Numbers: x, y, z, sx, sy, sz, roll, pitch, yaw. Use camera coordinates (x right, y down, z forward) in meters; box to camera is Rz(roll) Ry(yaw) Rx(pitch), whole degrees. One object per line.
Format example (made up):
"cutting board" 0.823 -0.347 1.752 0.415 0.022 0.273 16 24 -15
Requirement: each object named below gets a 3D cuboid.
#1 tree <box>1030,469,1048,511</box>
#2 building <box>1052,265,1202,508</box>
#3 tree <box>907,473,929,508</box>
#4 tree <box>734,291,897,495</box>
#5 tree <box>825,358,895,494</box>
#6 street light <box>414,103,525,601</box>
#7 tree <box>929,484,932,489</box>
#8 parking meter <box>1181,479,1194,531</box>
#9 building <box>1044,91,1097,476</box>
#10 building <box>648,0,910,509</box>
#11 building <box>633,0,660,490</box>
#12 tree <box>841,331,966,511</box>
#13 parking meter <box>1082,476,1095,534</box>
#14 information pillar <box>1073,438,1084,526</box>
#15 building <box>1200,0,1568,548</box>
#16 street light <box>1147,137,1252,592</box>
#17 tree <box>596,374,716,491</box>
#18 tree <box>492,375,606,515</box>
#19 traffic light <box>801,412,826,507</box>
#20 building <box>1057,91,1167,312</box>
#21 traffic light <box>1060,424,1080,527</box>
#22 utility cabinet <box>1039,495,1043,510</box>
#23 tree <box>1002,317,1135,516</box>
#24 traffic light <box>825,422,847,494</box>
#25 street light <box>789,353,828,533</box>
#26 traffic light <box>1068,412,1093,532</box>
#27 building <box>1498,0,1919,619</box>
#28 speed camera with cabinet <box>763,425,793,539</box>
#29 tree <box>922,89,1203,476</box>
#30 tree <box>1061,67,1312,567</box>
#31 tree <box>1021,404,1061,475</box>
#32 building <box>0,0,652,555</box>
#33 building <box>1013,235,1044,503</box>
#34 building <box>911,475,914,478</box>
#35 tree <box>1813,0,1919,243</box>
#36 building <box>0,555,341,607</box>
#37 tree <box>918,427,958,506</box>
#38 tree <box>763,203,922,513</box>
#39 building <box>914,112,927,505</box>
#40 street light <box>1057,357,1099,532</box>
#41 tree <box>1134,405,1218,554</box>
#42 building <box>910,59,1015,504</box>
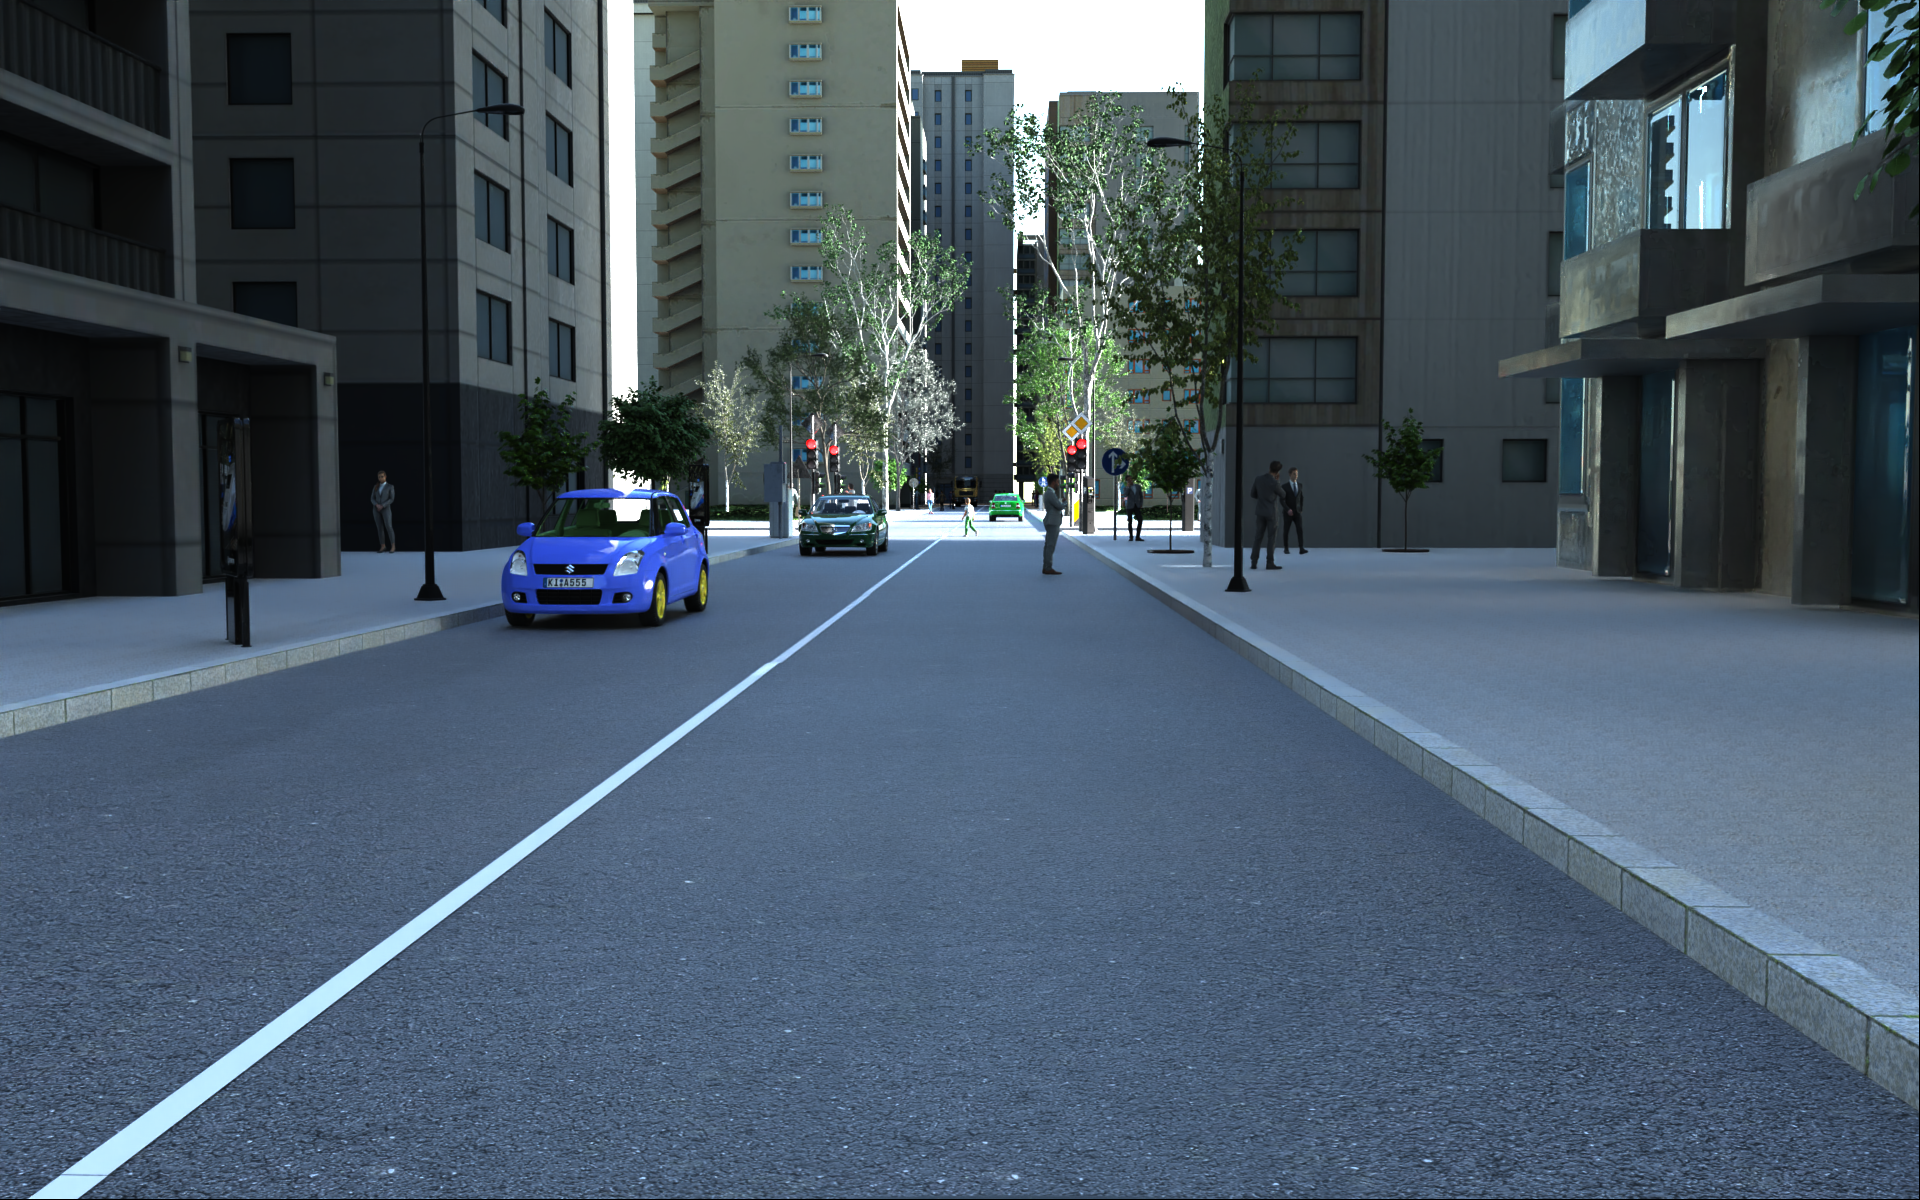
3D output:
"tree" 6.354 -8.313 130.523 1.663 3.219 1.824 0 3 0
"building" 22.724 -19.166 158.411 27.650 21.520 28.899 0 4 1
"tree" -3.919 -9.783 154.551 1.663 3.219 1.824 0 3 0
"tree" -6.315 -8.905 80.009 7.601 10.594 8.767 1 4 18
"tree" -5.185 -8.676 92.222 4.360 8.622 3.978 0 3 0
"street light" -5.874 -2.950 20.771 1.470 5.913 1.316 0 4 1
"tree" -3.653 -10.972 173.994 1.663 3.219 1.824 0 3 0
"parking meter" 7.845 -3.300 59.669 0.399 1.863 0.255 -1 4 -17
"building" 16.581 -33.237 193.532 14.600 45.320 14.200 0 4 1
"building" -15.578 -32.406 153.536 21.300 48.544 21.600 0 4 1
"building" -39.888 -40.607 205.919 28.212 58.520 21.231 0 4 1
"tree" -4.547 -13.402 129.499 12.009 13.543 11.850 0 3 0
"parking meter" 4.095 -3.025 55.173 0.255 1.863 0.399 -2 4 -24
"information pillar" 4.752 -4.775 69.421 0.504 3.616 0.183 -2 4 -29
"building" 13.506 -22.216 46.828 14.154 41.232 14.086 0 4 1
"street light" 3.130 -3.068 22.695 1.470 5.913 1.316 0 4 1
"tree" -8.430 -3.904 47.544 4.285 4.588 4.351 0 3 0
"tree" -6.911 -2.068 28.415 1.663 3.219 1.824 0 3 0
"traffic light" -5.039 -4.311 59.404 0.839 4.253 0.868 0 4 1
"building" 17.021 -30.332 179.526 14.154 41.232 14.086 0 4 1
"traffic light" 4.310 -4.787 67.186 0.839 4.253 0.868 0 4 1
"utility cabinet" 6.560 -7.931 140.825 0.306 1.237 1.020 0 4 -1
"tree" 6.293 -10.684 100.439 9.928 11.665 9.643 0 3 0
"traffic light" -4.850 -4.799 67.387 0.839 4.253 0.868 0 4 1
"street light" -5.058 -5.184 57.295 1.470 5.913 1.316 0 4 1
"traffic light" 4.120 -4.299 59.203 0.839 4.253 0.868 0 4 1
"building" 19.788 -24.257 16.218 23.786 49.044 30.456 0 4 1
"speed camera with cabinet" -5.309 -3.439 50.556 0.660 3.252 2.038 0 4 2
"tree" 6.954 -13.662 79.266 12.611 20.169 13.585 0 3 0
"tree" 4.309 -4.903 30.521 4.737 8.622 4.395 0 3 0
"tree" 7.056 -11.367 136.213 4.737 8.622 4.395 0 3 0
"building" -21.014 -37.224 46.867 20.611 71.187 20.563 0 4 1
"building" 19.529 -33.696 242.810 23.993 40.220 32.217 0 4 1
"building" -16.725 -34.246 179.534 23.786 49.044 30.456 0 4 1
"tree" 4.511 -1.331 5.471 4.285 4.588 4.351 0 3 0
"building" -20.002 -35.623 20.688 20.563 71.187 20.611 0 4 1
"tree" -2.449 -14.158 181.851 4.360 8.622 3.978 0 3 0
"tree" -6.296 -15.818 114.515 12.611 20.169 13.585 0 3 0
"building" -14.973 -35.632 206.288 21.600 48.544 21.300 0 4 1
"street light" 4.003 -5.280 58.876 1.470 5.913 1.316 0 4 1
"tree" 4.537 -2.646 37.864 1.663 3.219 1.824 0 3 0
"building" -6.667 -42.606 238.606 28.212 58.520 21.231 0 4 1
